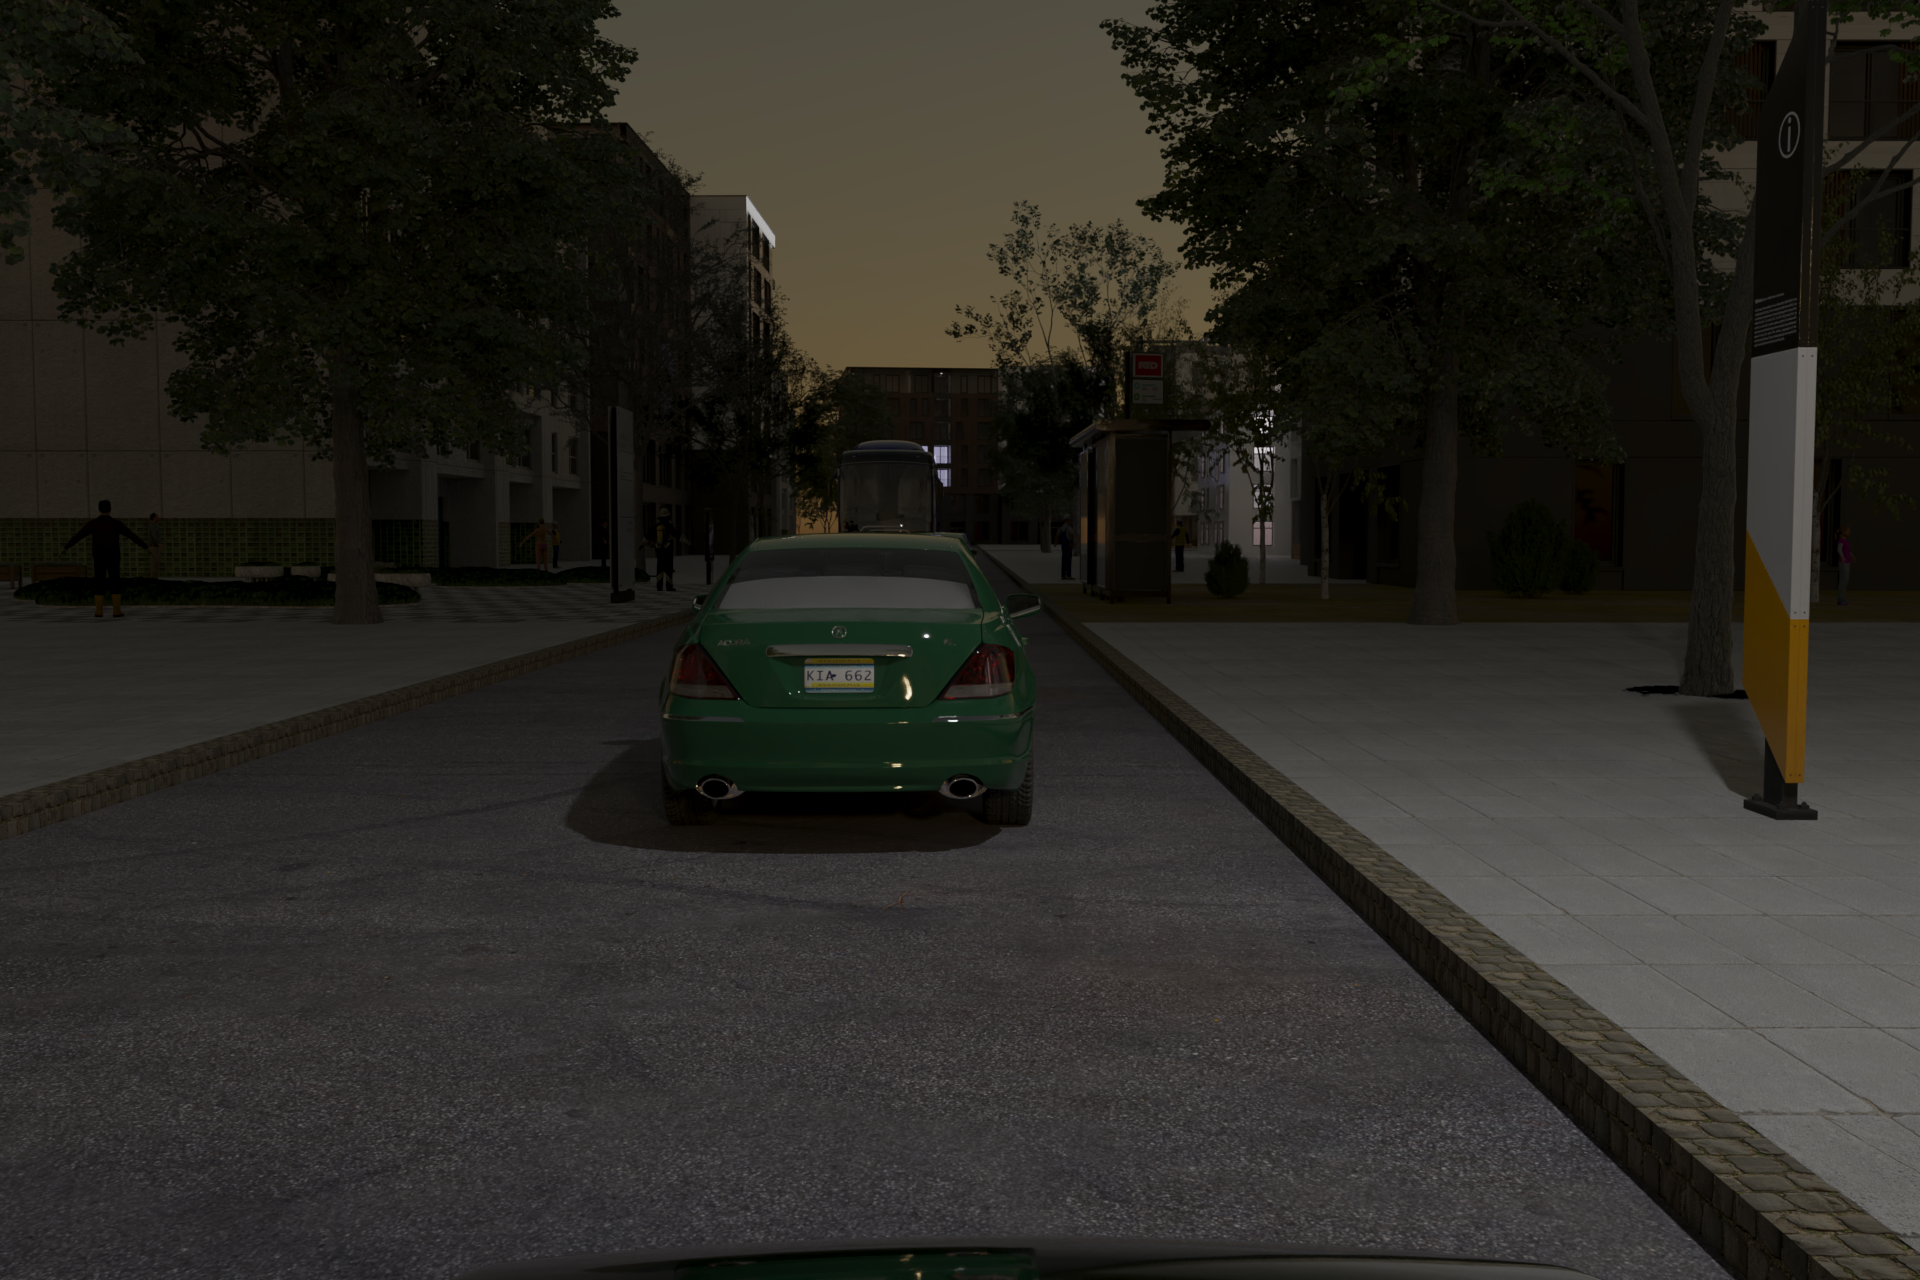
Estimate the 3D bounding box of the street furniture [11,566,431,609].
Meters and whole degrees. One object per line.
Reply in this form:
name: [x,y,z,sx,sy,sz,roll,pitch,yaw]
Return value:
street furniture: [-14.803,-1.002,32.017,10.072,0.657,5.734,0,3,0]

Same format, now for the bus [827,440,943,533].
bus: [-1.887,-3.520,49.095,2.896,3.916,12.251,0,4,0]

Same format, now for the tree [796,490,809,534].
tree: [-20.218,-16.493,220.019,4.360,8.622,3.978,0,3,0]

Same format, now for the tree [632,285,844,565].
tree: [-8.712,-8.032,65.728,8.767,10.594,7.601,0,4,-7]

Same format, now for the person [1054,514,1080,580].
person: [3.020,-2.612,48.566,0.705,1.847,1.347,-3,4,-36]

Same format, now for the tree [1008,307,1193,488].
tree: [5.895,-8.436,72.337,8.767,10.594,7.601,1,4,16]

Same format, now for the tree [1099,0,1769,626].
tree: [6.791,-7.198,24.342,9.857,13.997,8.962,0,3,0]

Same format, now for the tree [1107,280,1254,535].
tree: [5.892,-6.126,50.519,4.360,8.622,3.978,0,3,0]

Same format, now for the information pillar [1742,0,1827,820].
information pillar: [3.754,-1.012,7.902,0.183,3.616,0.504,0,4,1]

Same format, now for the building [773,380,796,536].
building: [-27.527,-19.435,184.217,16.747,18.905,31.486,0,4,1]

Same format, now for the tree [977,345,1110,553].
tree: [5.981,-12.952,118.416,9.857,13.997,8.962,0,3,0]

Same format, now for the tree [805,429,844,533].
tree: [-9.105,-10.407,120.515,4.360,8.622,3.978,0,3,0]

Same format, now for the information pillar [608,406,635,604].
information pillar: [-6.378,-2.530,32.675,0.184,3.620,1.656,0,4,-1]

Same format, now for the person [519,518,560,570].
person: [-11.717,-2.542,48.368,1.217,1.733,0.721,-3,4,-38]

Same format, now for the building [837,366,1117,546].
building: [1.220,-22.978,222.124,32.646,21.610,27.936,0,4,-7]

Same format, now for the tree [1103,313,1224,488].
tree: [6.651,-6.643,58.972,4.737,8.622,4.395,0,3,0]

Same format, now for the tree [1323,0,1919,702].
tree: [5.863,-5.356,13.327,9.928,11.665,9.643,0,3,0]

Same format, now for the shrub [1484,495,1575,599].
shrub: [11.379,-1.870,34.617,1.661,2.075,1.752,0,3,0]

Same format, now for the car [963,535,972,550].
car: [-0.345,-4.778,90.123,2.014,1.417,4.499,0,4,-1]

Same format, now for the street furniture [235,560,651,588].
street furniture: [-13.058,-1.721,43.763,10.072,0.657,5.734,0,4,-2]

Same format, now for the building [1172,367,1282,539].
building: [26.175,-20.141,185.727,16.016,20.090,11.380,0,3,0]

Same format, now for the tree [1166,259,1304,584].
tree: [7.572,-5.751,44.393,4.737,8.622,4.395,0,3,0]

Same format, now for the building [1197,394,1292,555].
building: [20.534,-9.879,103.674,9.099,9.664,28.070,0,4,0]

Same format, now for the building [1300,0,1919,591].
building: [24.605,-12.899,54.867,27.936,21.610,32.646,0,3,0]

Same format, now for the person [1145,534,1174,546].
person: [6.130,-2.936,54.127,1.347,1.817,0.704,-3,4,-38]

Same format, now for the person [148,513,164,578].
person: [-19.540,-2.192,42.104,0.705,1.796,1.348,-2,4,-29]

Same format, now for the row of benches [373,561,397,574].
row of benches: [-12.723,-1.383,38.070,1.422,0.672,4.104,-1,4,-17]

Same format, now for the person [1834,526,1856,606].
person: [15.903,-1.331,31.029,0.599,1.433,0.991,3,4,37]

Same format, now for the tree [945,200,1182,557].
tree: [5.808,-14.849,98.663,12.611,20.169,13.585,0,3,0]

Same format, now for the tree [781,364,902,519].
tree: [-8.908,-13.756,131.565,9.857,13.997,8.962,0,3,0]

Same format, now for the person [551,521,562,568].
person: [-15.017,-3.560,64.668,0.721,1.772,1.216,0,4,-4]

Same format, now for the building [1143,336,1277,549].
building: [21.821,-18.919,165.739,16.016,20.090,11.380,0,4,0]

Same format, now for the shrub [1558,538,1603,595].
shrub: [13.122,-1.572,36.823,1.383,1.207,1.383,0,3,0]

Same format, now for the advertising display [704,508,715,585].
advertising display: [-6.357,-2.369,43.946,0.123,1.923,0.974,0,4,0]

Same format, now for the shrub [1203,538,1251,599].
shrub: [5.333,-1.434,34.562,1.383,1.207,1.383,0,3,0]

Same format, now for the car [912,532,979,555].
car: [-0.559,-1.717,36.868,1.959,1.807,4.718,0,4,-1]

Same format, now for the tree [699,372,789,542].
tree: [-8.751,-7.566,74.060,4.360,8.622,3.978,0,3,0]

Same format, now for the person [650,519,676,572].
person: [-9.751,-3.164,57.951,1.346,1.802,0.704,-2,4,-31]

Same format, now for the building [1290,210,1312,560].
building: [21.806,-14.058,86.266,16.016,20.090,11.380,0,4,0]

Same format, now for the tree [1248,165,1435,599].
tree: [7.292,-5.104,33.808,4.737,8.622,4.395,0,3,0]

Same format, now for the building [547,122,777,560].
building: [-26.779,-15.828,102.762,27.936,21.610,32.646,0,4,1]

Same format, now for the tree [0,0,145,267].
tree: [-9.076,-6.299,9.650,9.857,13.997,8.962,0,3,0]

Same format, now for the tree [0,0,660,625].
tree: [-8.593,-7.200,24.375,9.857,13.997,8.962,0,3,0]

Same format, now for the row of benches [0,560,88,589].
row of benches: [-22.508,-1.531,40.493,4.104,0.672,1.422,-1,4,-11]

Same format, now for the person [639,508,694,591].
person: [-6.617,-2.023,38.862,1.354,1.856,0.705,1,4,16]

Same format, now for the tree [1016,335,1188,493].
tree: [6.545,-8.935,80.506,8.767,10.594,7.601,1,4,11]

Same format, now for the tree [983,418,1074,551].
tree: [5.972,-12.033,131.157,7.601,10.594,8.767,2,4,32]

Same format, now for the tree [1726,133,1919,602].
tree: [16.057,-4.997,32.066,4.737,8.622,4.395,0,3,0]

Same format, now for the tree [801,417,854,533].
tree: [-8.475,-9.732,109.476,4.737,8.622,4.395,0,3,0]

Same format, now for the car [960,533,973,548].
car: [-0.238,-5.192,94.487,1.945,1.707,3.694,0,4,1]

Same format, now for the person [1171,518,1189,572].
person: [7.399,-3.217,58.564,0.705,1.833,1.349,3,5,41]

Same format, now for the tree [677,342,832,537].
tree: [-9.459,-9.007,81.679,7.601,10.594,8.767,1,4,17]

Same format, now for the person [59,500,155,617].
person: [-13.190,-1.262,26.772,1.346,1.812,0.704,-1,4,-19]

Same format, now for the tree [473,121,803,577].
tree: [-9.642,-8.635,51.558,12.009,13.543,11.850,0,3,0]

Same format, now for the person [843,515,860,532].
person: [-2.474,-1.889,39.110,0.705,1.858,1.354,0,4,-6]

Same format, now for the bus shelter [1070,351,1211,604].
bus shelter: [3.477,-3.561,35.860,2.179,5.291,8.768,0,4,-1]

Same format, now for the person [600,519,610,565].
person: [-13.190,-3.572,64.343,0.705,1.837,1.347,0,4,-6]

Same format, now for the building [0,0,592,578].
building: [-26.104,-12.213,66.137,16.747,18.905,31.486,0,4,1]

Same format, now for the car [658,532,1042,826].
car: [-0.557,0.113,9.950,2.131,1.459,4.920,0,4,-1]
